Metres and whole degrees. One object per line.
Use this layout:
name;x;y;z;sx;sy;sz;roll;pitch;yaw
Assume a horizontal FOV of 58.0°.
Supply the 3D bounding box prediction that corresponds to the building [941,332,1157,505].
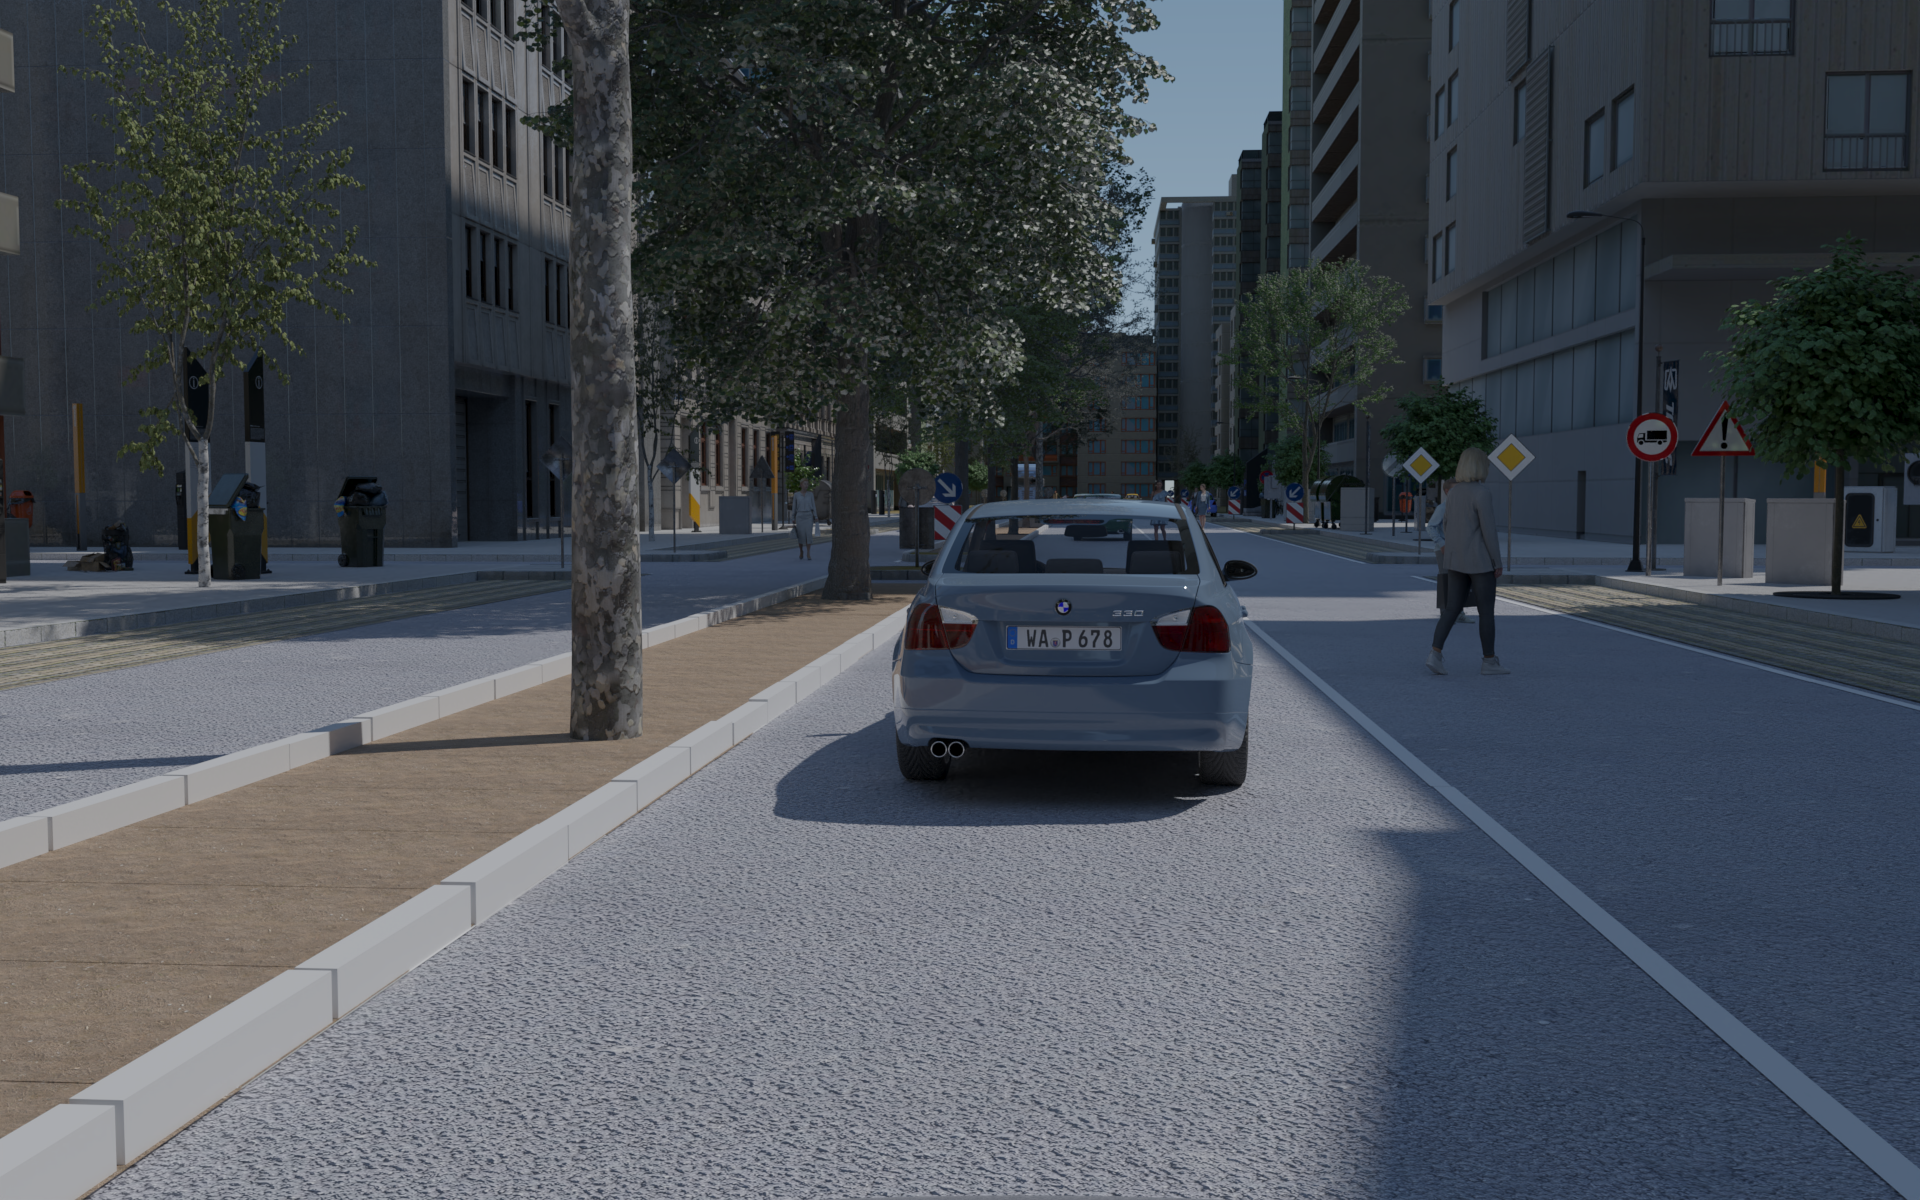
building;9.118;-22.491;212.764;28.899;21.520;27.650;0;4;5

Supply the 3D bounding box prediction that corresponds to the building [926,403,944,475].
building;-13.956;-29.333;171.474;23.993;40.220;32.217;0;4;5

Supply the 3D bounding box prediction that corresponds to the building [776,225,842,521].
building;-12.231;-13.877;91.511;10.561;19.102;19.286;0;4;5

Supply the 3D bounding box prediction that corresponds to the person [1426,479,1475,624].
person;5.426;-0.540;19.142;0.589;1.601;0.330;-2;4;-25

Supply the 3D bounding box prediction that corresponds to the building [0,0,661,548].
building;-17.283;-14.236;50.777;12.078;24.808;19.932;0;4;5

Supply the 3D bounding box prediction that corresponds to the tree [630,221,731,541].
tree;-8.298;-5.887;46.620;4.360;8.622;3.978;0;3;0

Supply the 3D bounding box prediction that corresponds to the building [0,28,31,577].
building;-30.162;-10.337;14.057;28.899;21.520;27.650;0;4;5

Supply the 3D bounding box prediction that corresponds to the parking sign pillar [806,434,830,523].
parking sign pillar;-6.551;-5.449;77.563;1.447;3.967;1.447;1;4;9

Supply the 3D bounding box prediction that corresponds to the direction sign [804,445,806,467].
direction sign;-7.133;-5.362;79.660;0.379;3.537;0.876;0;4;0

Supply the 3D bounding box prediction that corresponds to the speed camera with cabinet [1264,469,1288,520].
speed camera with cabinet;16.345;-5.674;87.104;2.038;3.252;0.660;-1;4;-15

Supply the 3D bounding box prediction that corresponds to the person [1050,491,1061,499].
person;10.269;-10.901;186.825;1.348;1.812;0.705;0;4;0

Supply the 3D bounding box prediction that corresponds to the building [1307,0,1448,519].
building;31.479;-28.879;95.865;21.300;48.544;21.600;0;4;5

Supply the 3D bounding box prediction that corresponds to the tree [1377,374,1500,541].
tree;13.216;-3.911;47.662;4.285;4.588;4.351;0;3;0

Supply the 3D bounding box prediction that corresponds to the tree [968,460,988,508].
tree;1.932;-11.887;178.058;4.285;4.588;4.351;0;3;0

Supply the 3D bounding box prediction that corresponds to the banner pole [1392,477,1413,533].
banner pole;14.598;-4.111;57.228;0.863;3.779;0.401;-2;4;-27

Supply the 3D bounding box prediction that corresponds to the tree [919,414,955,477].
tree;-1.462;-11.103;131.901;4.737;8.622;4.395;0;3;0

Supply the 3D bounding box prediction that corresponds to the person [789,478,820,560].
person;-3.358;-1.768;37.754;0.694;1.780;0.624;0;4;6

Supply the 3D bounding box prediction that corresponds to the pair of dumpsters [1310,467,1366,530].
pair of dumpsters;14.030;-3.776;64.227;1.574;2.255;4.437;0;4;5

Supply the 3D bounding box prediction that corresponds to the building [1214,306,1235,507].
building;39.782;-19.797;168.717;27.650;21.520;28.899;0;4;5

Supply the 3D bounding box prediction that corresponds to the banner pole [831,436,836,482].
banner pole;-5.355;-5.172;74.582;0.401;3.779;0.863;-3;5;-43

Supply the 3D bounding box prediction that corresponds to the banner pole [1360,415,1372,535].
banner pole;12.982;-3.981;55.114;0.401;3.779;0.863;1;4;23

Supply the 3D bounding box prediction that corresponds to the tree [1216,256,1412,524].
tree;15.072;-9.099;74.521;9.928;11.665;9.643;0;3;0

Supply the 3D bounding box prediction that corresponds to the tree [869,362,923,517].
tree;-3.932;-8.900;95.882;4.360;8.622;3.978;0;3;0

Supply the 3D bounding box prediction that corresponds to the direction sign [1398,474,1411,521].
direction sign;20.960;-5.505;81.997;0.379;3.537;0.876;-3;5;-43

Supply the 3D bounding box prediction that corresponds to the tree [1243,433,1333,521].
tree;16.195;-6.079;83.108;4.285;4.588;4.351;0;3;0

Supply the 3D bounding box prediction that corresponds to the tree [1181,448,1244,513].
tree;18.477;-8.344;120.134;4.285;4.588;4.351;0;3;0

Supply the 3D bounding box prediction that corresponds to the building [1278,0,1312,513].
building;28.971;-26.627;118.948;14.154;41.232;14.086;0;4;5

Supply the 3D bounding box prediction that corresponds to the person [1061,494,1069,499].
person;8.957;-8.344;148.108;0.799;1.438;0.628;-2;4;-33

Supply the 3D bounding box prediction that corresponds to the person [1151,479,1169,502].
person;5.173;-2.239;45.199;0.616;1.811;0.778;1;4;23

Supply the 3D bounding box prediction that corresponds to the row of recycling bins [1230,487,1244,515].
row of recycling bins;17.421;-6.171;108.003;1.069;1.692;3.534;0;4;0

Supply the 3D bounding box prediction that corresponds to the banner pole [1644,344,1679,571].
banner pole;11.700;-2.372;28.794;0.401;3.779;0.863;0;4;-8

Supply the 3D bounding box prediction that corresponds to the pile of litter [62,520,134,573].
pile of litter;-14.428;-0.922;29.040;1.176;0.858;1.719;-1;4;-10

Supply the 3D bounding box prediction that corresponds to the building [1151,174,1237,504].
building;35.778;-31.858;212.758;23.993;40.220;32.217;0;4;5

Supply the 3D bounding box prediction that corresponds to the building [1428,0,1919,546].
building;30.097;-28.315;52.195;27.495;52.752;28.713;0;4;5

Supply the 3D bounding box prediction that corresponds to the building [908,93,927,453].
building;-10.359;-28.061;142.392;14.154;41.232;14.086;0;4;5

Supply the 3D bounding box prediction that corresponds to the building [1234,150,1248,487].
building;30.387;-22.994;147.655;14.160;30.474;14.107;0;4;5

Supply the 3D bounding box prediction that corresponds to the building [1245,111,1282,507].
building;30.011;-22.124;133.431;14.160;30.474;14.107;0;4;5

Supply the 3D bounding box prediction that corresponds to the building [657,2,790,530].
building;-14.394;-14.384;71.332;11.583;22.565;21.152;0;4;5

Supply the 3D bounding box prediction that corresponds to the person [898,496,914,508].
person;-2.735;-4.725;86.022;0.850;1.792;0.678;3;4;39

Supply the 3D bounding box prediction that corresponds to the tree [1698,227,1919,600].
tree;10.902;-2.317;21.605;4.285;4.588;4.351;0;3;0

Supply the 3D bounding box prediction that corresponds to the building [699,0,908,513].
building;-15.482;-30.615;124.253;21.300;48.544;21.600;0;4;5

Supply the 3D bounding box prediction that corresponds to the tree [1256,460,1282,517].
tree;17.239;-6.307;97.727;1.663;3.219;1.824;0;3;0

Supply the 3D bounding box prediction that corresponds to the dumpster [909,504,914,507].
dumpster;-2.868;-6.383;106.862;1.502;2.255;1.985;0;4;4

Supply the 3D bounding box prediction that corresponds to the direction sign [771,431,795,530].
direction sign;-6.389;-4.310;62.463;0.876;3.537;0.379;1;4;11

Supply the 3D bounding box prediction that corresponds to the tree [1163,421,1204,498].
tree;22.857;-13.782;175.705;4.360;8.622;3.978;0;3;0

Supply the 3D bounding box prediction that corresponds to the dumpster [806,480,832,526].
dumpster;-5.759;-3.985;70.914;1.264;1.857;1.865;0;4;5

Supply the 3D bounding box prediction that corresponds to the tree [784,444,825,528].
tree;-6.211;-4.355;65.800;1.663;3.219;1.824;0;3;0

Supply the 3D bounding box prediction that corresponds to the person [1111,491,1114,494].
person;16.075;-10.669;183.760;0.721;1.723;1.217;-1;4;-22

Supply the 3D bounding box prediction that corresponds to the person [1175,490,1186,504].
person;18.430;-8.267;144.382;1.217;1.735;0.721;-2;4;-27

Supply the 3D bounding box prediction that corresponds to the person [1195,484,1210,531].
person;9.499;-3.614;67.606;0.581;1.822;0.654;2;4;25

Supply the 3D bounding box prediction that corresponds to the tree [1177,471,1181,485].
tree;21.209;-10.446;154.509;4.285;4.588;4.351;0;3;0

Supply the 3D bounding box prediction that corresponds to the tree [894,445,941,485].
tree;-2.825;-7.889;112.703;4.285;4.588;4.351;0;3;0

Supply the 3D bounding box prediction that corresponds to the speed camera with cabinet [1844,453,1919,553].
speed camera with cabinet;20.156;-2.634;37.399;0.660;3.252;2.038;-2;4;-35

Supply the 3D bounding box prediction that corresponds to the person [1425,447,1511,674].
person;4.002;-0.312;13.790;0.728;1.800;0.709;-1;4;-22

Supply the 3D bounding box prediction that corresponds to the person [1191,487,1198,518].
person;13.268;-5.442;97.435;0.622;1.834;0.822;1;4;19

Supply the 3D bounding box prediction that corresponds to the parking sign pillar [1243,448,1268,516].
parking sign pillar;17.164;-6.858;100.594;1.447;3.967;1.447;-1;4;-14
